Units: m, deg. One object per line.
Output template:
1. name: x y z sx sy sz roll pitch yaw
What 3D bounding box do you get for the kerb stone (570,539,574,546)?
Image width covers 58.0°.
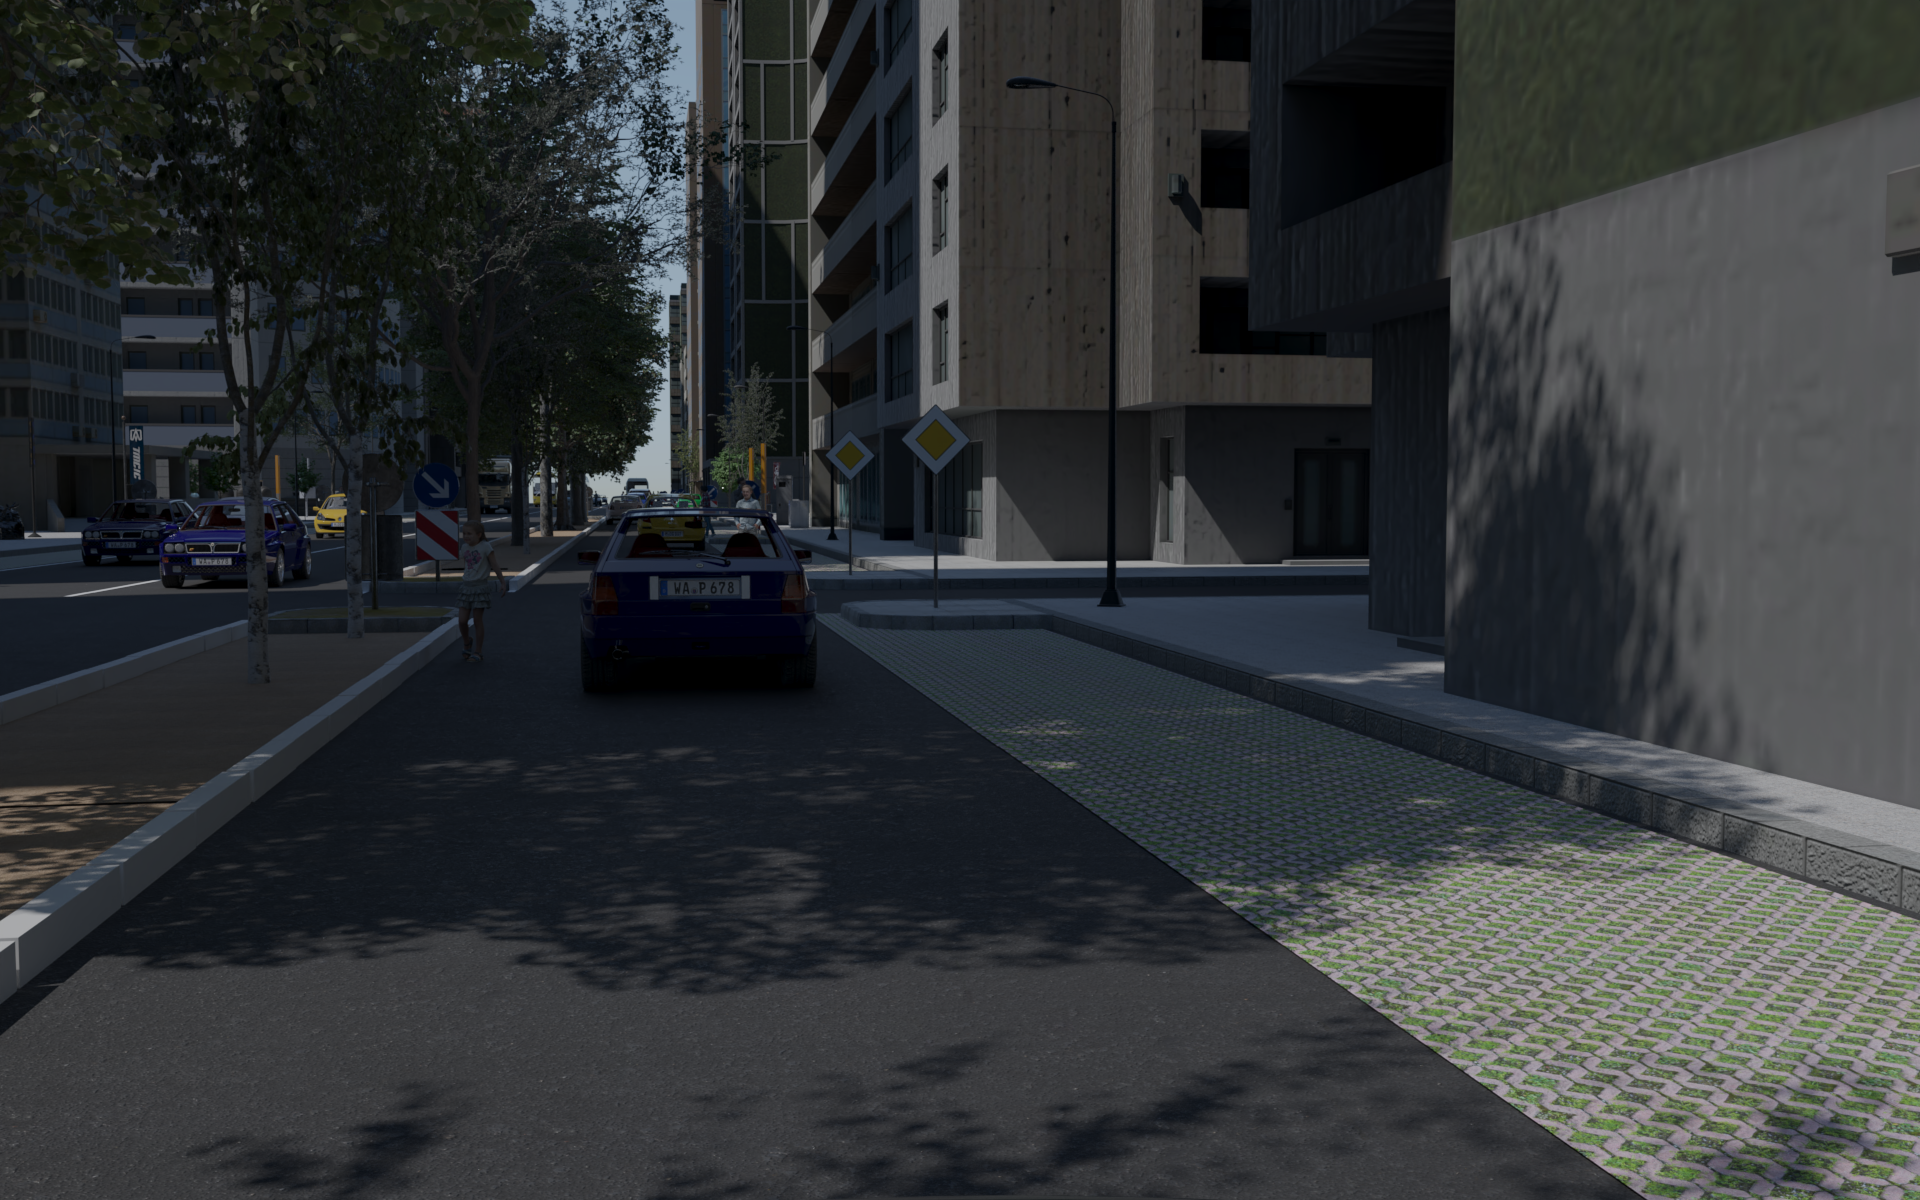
1. kerb stone: -10.465 -1.477 46.344 0.120 0.150 1.000 -1 4 -10

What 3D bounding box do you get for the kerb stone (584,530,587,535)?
1. kerb stone: -12.524 -2.154 57.426 0.120 0.150 1.000 -1 4 -10

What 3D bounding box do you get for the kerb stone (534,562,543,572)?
1. kerb stone: -7.658 -0.553 31.232 0.120 0.150 1.000 -1 4 -10

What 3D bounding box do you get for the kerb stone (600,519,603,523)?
1. kerb stone: -16.827 -3.573 80.607 0.120 0.150 1.000 -1 4 -10

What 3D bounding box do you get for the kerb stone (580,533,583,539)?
1. kerb stone: -11.782 -1.906 53.401 0.120 0.150 1.000 -1 4 -10

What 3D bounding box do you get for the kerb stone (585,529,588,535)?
1. kerb stone: -12.711 -2.216 58.431 0.120 0.150 1.000 -1 4 -10

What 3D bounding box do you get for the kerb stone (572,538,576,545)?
1. kerb stone: -10.654 -1.534 47.352 0.120 0.150 1.000 -1 4 -10

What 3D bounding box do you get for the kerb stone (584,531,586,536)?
1. kerb stone: -12.333 -2.091 56.422 0.120 0.150 1.000 -1 4 -10

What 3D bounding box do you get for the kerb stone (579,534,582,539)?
1. kerb stone: -11.589 -1.847 52.392 0.120 0.150 1.000 -1 4 -10

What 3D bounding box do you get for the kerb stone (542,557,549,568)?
1. kerb stone: -8.026 -0.676 33.252 0.120 0.150 1.000 -1 4 -10

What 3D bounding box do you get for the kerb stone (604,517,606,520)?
1. kerb stone: -18.141 -4.004 87.663 0.120 0.150 1.000 -1 4 -10

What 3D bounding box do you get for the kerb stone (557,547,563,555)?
1. kerb stone: -9.153 -1.045 39.285 0.120 0.150 1.000 -1 4 -10

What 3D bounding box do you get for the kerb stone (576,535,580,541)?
1. kerb stone: -11.217 -1.724 50.375 0.120 0.150 1.000 -1 4 -10

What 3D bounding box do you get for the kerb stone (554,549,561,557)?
1. kerb stone: -8.960 -0.984 38.281 0.120 0.150 1.000 -1 4 -10

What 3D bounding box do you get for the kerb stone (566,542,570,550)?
1. kerb stone: -9.906 -1.290 43.317 0.120 0.150 1.000 -1 4 -10

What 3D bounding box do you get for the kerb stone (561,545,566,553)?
1. kerb stone: -9.534 -1.163 41.301 0.120 0.150 1.000 -1 4 -10

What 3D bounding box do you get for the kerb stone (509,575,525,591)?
1. kerb stone: -6.719 -0.245 26.194 0.120 0.150 1.000 -1 4 -10

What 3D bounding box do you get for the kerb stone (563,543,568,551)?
1. kerb stone: -9.710 -1.230 42.314 0.120 0.150 1.000 -1 4 -10

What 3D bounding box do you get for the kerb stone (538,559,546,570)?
1. kerb stone: -7.846 -0.614 32.237 0.120 0.150 1.000 -1 4 -10

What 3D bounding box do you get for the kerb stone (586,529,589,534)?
1. kerb stone: -12.902 -2.278 59.450 0.120 0.150 1.000 -1 4 -10

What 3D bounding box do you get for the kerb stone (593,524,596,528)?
1. kerb stone: -14.590 -2.833 68.517 0.120 0.150 1.000 -1 4 -10

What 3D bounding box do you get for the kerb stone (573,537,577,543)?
1. kerb stone: -10.837 -1.600 48.357 0.120 0.150 1.000 -1 4 -10

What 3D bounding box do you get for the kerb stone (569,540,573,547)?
1. kerb stone: -10.273 -1.415 45.328 0.120 0.150 1.000 -1 4 -10

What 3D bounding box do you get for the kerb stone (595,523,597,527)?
1. kerb stone: -14.959 -2.957 70.538 0.120 0.150 1.000 -1 4 -10

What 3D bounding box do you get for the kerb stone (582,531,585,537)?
1. kerb stone: -12.149 -2.028 55.413 0.120 0.150 1.000 -1 4 -10

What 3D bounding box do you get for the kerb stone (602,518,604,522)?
1. kerb stone: -17.393 -3.757 83.629 0.120 0.150 1.000 -1 4 -10

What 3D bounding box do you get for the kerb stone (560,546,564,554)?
1. kerb stone: -9.348 -1.107 40.295 0.120 0.150 1.000 -1 4 -10

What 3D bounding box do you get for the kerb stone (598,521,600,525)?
1. kerb stone: -15.908 -3.263 75.579 0.120 0.150 1.000 -1 4 -10

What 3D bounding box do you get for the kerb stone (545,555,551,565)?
1. kerb stone: -8.223 -0.738 34.258 0.120 0.150 1.000 -1 4 -10

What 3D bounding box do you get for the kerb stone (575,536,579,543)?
1. kerb stone: -11.023 -1.662 49.365 0.120 0.150 1.000 -1 4 -10

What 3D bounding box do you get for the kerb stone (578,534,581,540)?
1. kerb stone: -11.400 -1.784 51.381 0.120 0.150 1.000 -1 4 -10

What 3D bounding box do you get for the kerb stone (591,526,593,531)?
1. kerb stone: -13.832 -2.587 64.496 0.120 0.150 1.000 -1 4 -10

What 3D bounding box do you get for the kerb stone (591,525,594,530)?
1. kerb stone: -14.023 -2.647 65.500 0.120 0.150 1.000 -1 4 -10

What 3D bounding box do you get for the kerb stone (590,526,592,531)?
1. kerb stone: -13.650 -2.520 63.490 0.120 0.150 1.000 -1 4 -10

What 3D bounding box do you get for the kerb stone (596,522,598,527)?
1. kerb stone: -15.331 -3.080 72.559 0.120 0.150 1.000 -1 4 -10

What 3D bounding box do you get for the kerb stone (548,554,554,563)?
1. kerb stone: -8.405 -0.799 35.266 0.120 0.150 1.000 -1 4 -10

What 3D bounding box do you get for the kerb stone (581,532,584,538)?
1. kerb stone: -11.968 -1.970 54.405 0.120 0.150 1.000 -1 4 -10

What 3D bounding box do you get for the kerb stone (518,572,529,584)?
1. kerb stone: -6.908 -0.304 27.202 0.120 0.150 1.000 -1 4 -10

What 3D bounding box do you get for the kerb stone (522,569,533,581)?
1. kerb stone: -7.097 -0.368 28.215 0.120 0.150 1.000 -1 4 -10

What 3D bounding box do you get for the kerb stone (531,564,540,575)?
1. kerb stone: -7.470 -0.491 30.227 0.120 0.150 1.000 -1 4 -10

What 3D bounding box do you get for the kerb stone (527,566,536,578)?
1. kerb stone: -7.283 -0.427 29.220 0.120 0.150 1.000 -1 4 -10

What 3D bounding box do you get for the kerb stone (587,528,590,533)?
1. kerb stone: -13.084 -2.341 60.463 0.120 0.150 1.000 -1 4 -10

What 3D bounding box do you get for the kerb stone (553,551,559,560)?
1. kerb stone: -8.778 -0.916 37.276 0.120 0.150 1.000 -1 4 -10

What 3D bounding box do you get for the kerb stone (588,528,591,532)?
1. kerb stone: -13.280 -2.395 61.473 0.120 0.150 1.000 -1 4 -10

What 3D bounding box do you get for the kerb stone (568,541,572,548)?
1. kerb stone: -10.085 -1.353 44.323 0.120 0.150 1.000 -1 4 -10

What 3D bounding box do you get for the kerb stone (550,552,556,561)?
1. kerb stone: -8.594 -0.861 36.270 0.120 0.150 1.000 -1 4 -10
